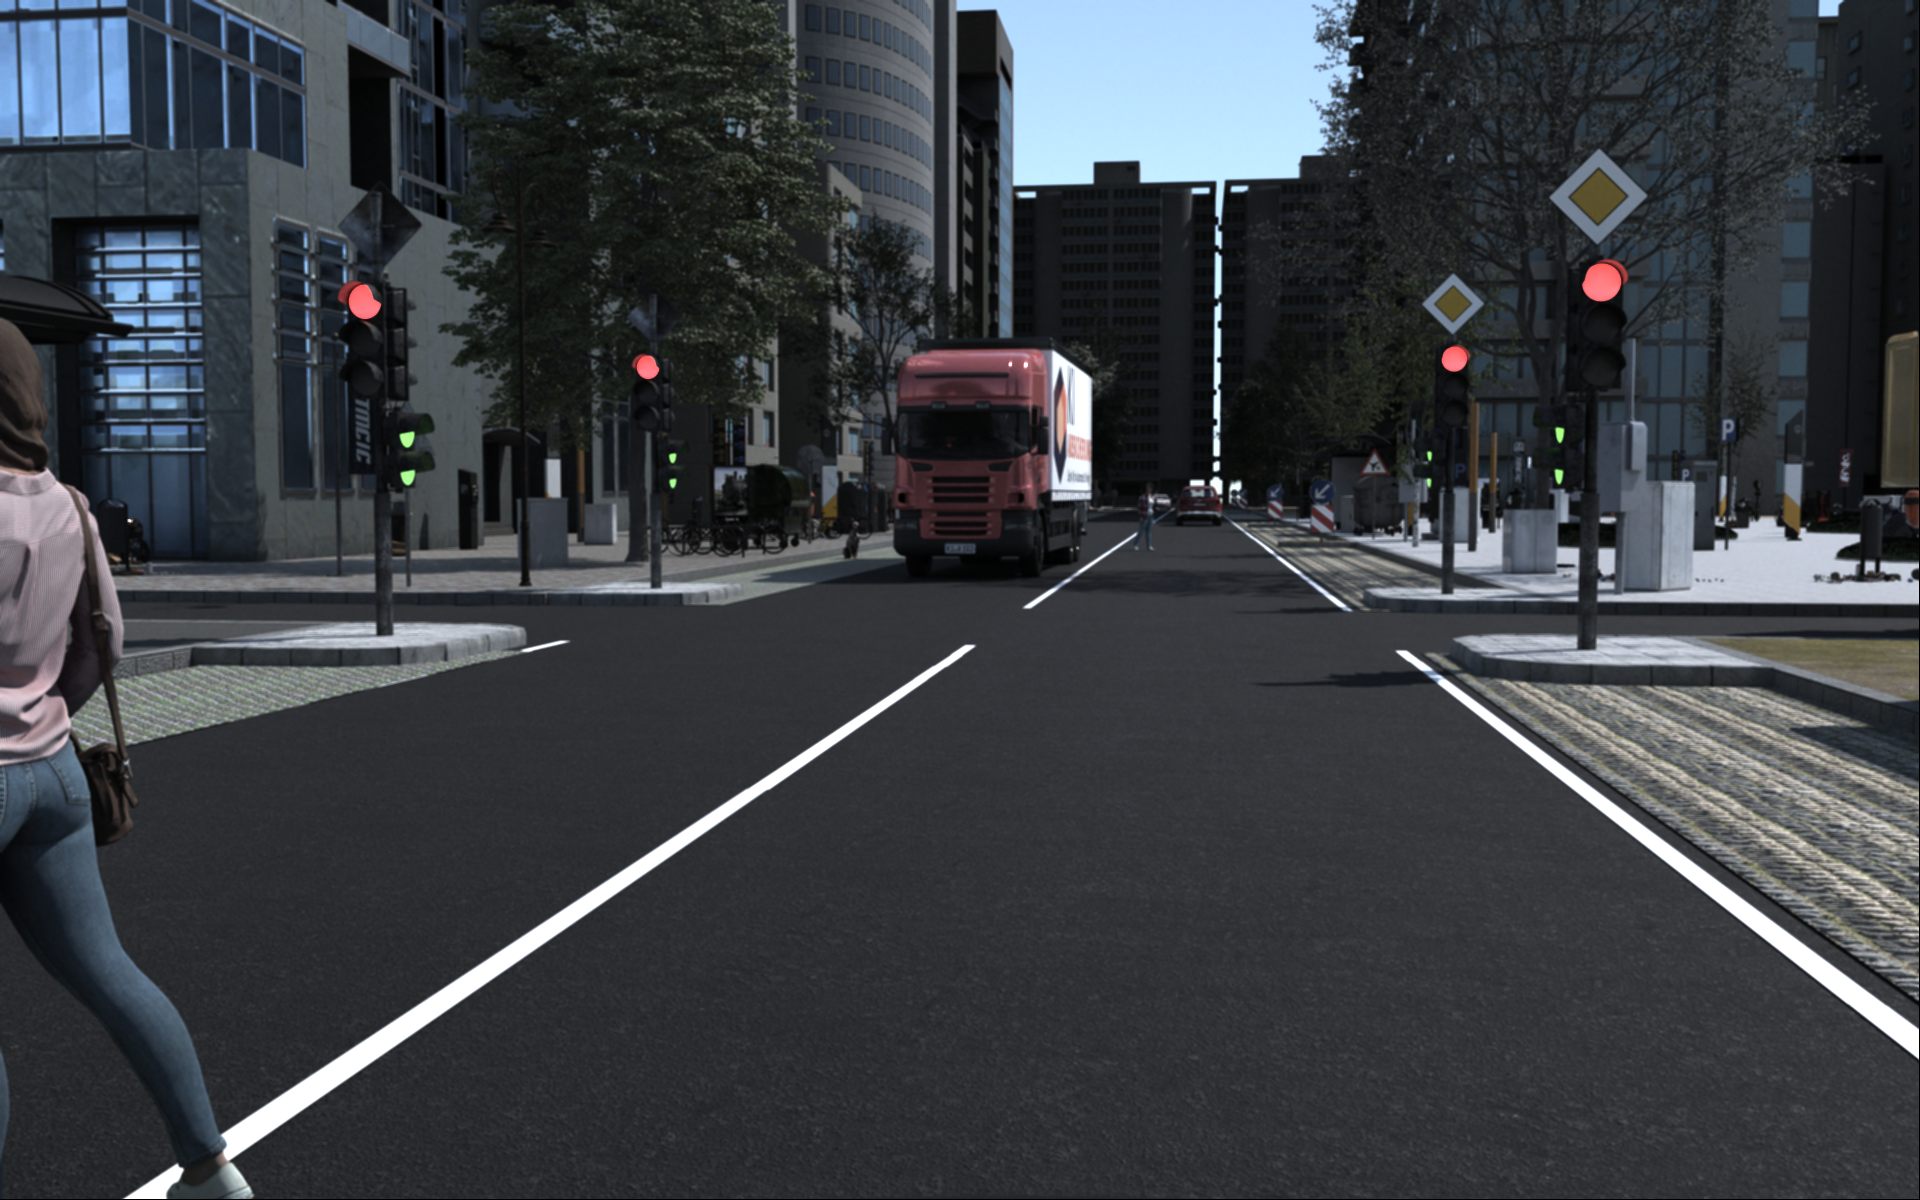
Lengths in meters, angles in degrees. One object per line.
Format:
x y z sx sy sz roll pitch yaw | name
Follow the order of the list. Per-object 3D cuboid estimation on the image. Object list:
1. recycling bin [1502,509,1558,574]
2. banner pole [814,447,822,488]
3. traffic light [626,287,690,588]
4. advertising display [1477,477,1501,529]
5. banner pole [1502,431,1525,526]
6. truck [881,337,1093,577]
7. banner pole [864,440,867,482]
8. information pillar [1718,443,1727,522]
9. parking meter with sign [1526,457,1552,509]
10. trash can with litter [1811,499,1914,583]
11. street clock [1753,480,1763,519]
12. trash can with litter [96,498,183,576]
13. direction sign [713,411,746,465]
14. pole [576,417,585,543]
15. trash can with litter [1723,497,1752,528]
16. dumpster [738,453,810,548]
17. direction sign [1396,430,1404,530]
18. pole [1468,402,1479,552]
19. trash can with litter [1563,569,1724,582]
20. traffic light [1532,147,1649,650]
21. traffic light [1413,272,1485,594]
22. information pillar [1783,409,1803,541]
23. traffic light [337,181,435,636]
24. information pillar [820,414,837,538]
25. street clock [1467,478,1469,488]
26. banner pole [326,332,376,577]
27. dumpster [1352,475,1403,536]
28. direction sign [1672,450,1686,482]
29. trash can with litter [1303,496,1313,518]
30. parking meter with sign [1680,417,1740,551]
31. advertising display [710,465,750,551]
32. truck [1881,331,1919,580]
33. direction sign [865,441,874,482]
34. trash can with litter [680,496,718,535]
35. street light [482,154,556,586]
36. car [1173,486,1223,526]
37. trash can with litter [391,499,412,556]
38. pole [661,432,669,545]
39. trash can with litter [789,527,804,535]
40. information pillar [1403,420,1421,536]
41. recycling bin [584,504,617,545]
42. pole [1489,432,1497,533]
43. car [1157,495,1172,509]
9.260 -0.954 28.151 0.722 1.027 0.722 0 4 4 | recycling bin
-6.434 -5.535 80.515 0.863 3.779 0.401 2 4 26 | banner pole
-4.128 -2.116 23.512 0.839 4.253 0.868 0 4 8 | traffic light
19.728 -3.641 64.743 0.974 1.923 0.123 3 4 38 | advertising display
22.201 -4.852 69.349 0.863 3.779 0.401 0 4 3 | banner pole
0.824 -2.723 33.437 2.839 4.237 11.283 1 4 9 | truck
-4.406 -5.565 80.997 0.401 3.779 0.863 0 4 5 | banner pole
35.205 -5.415 79.891 0.504 3.616 0.183 -3 5 -41 | information pillar
27.241 -5.154 80.523 1.738 3.016 0.543 2 4 35 | parking meter with sign
13.241 -0.897 25.717 2.233 1.210 1.678 -3 4 -39 | trash can with litter
40.229 -5.063 87.353 0.471 2.002 0.358 -3 4 -37 | street clock
-13.806 -1.019 27.717 2.233 1.210 1.678 1 4 14 | trash can with litter
-6.265 -3.367 47.045 0.876 3.537 0.379 0 4 -3 | direction sign
-10.000 -3.168 45.647 0.158 3.312 0.155 0 3 0 | pole
29.166 -3.282 65.043 0.624 1.170 1.055 -2 4 -25 | trash can with litter
-4.529 -2.377 41.361 1.502 2.255 1.985 0 4 8 | dumpster
15.605 -4.256 61.579 0.379 3.537 0.876 2 4 27 | direction sign
11.464 -2.741 38.661 0.158 3.312 0.155 0 3 0 | pole
10.125 -0.913 25.989 1.678 1.210 2.233 -2 4 -29 | trash can with litter
5.165 -1.547 14.211 0.839 4.253 0.868 0 4 8 | traffic light
6.241 -2.031 22.123 0.839 4.253 0.868 0 4 8 | traffic light
22.957 -3.447 47.715 0.504 3.616 0.183 -1 4 -9 | information pillar
-5.203 -1.632 15.599 0.839 4.253 0.868 0 4 8 | traffic light
-3.833 -3.624 50.609 0.504 3.616 0.183 -2 4 -33 | information pillar
23.067 -4.541 78.819 0.358 2.002 0.471 2 4 28 | street clock
-9.461 -2.261 26.991 0.863 3.779 0.401 -1 4 -13 | banner pole
12.826 -2.921 53.516 1.264 1.857 1.865 0 4 8 | dumpster
37.296 -5.991 89.947 0.876 3.537 0.379 -2 4 -23 | direction sign
18.999 -5.061 94.135 1.055 1.170 0.624 -3 5 -41 | trash can with litter
16.775 -2.640 39.420 1.738 3.016 0.543 -1 4 -14 | parking meter with sign
-5.170 -2.064 38.961 0.974 1.923 0.123 -3 5 -41 | advertising display
14.461 -1.262 16.551 9.791 3.379 3.469 1 4 10 | truck
-3.873 -5.022 74.103 0.379 3.537 0.876 1 4 22 | direction sign
-8.109 -2.694 55.098 1.678 1.210 2.233 1 4 14 | trash can with litter
-6.070 -3.134 24.021 0.468 5.910 1.993 0 4 8 | street light
10.920 -4.326 79.404 2.281 1.827 5.304 0 4 6 | car
-11.633 -1.507 36.025 0.624 1.170 1.055 -2 4 -26 | trash can with litter
-7.511 -3.069 44.016 0.158 3.312 0.155 0 3 0 | pole
-5.286 -2.608 54.023 0.624 1.170 1.055 2 4 25 | trash can with litter
13.814 -3.761 52.848 0.183 3.616 0.504 -3 4 -36 | information pillar
-9.111 -1.916 43.878 0.722 1.027 0.722 0 4 -2 | recycling bin
17.614 -3.877 57.231 0.158 3.312 0.155 0 3 0 | pole
19.136 -9.346 165.172 2.083 1.381 4.827 0 4 8 | car
